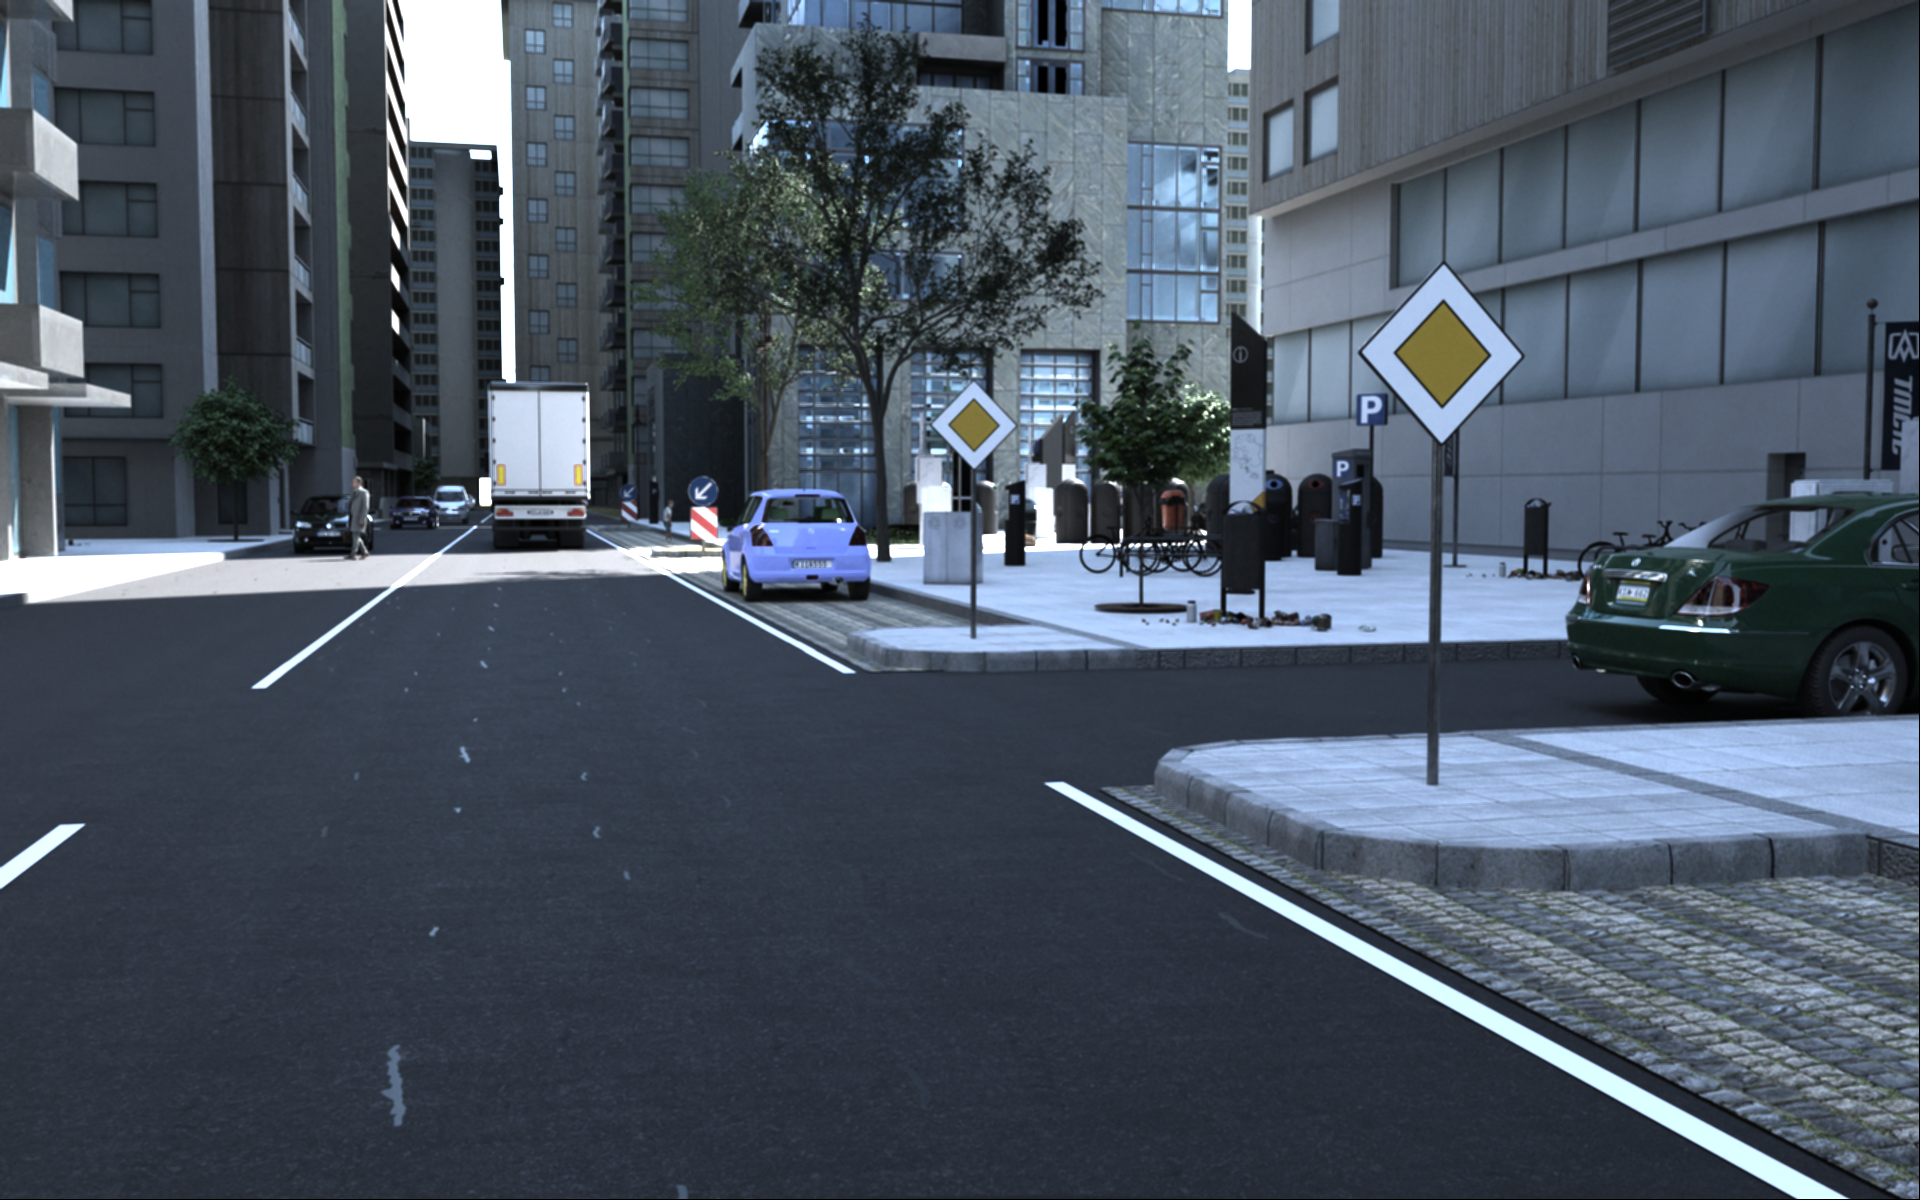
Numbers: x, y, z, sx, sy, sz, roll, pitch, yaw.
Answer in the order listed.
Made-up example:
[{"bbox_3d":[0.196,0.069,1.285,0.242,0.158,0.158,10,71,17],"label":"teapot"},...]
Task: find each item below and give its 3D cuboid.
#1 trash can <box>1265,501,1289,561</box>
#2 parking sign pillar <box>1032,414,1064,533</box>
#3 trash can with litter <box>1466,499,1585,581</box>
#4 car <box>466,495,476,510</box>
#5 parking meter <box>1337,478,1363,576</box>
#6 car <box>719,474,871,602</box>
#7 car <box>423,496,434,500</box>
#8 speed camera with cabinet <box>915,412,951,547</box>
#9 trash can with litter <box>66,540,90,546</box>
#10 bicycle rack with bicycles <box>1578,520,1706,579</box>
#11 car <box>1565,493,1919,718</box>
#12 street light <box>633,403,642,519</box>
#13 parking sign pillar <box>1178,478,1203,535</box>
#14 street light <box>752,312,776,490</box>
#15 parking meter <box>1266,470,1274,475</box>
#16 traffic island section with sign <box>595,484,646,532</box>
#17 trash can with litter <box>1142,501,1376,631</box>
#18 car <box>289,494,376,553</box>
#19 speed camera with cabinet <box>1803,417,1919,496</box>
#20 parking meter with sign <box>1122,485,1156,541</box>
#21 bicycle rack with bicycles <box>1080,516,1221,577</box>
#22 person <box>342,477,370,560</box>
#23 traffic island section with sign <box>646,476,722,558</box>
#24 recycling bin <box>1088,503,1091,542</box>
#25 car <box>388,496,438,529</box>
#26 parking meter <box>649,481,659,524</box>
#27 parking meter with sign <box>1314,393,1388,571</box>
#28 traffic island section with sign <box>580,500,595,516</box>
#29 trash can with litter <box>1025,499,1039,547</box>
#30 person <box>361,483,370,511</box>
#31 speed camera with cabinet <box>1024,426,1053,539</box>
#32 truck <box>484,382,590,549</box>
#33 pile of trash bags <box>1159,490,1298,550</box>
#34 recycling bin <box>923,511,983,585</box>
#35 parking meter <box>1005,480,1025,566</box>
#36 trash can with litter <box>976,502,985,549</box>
[{"bbox_3d":[5.968,-1.328,33.373,0.748,1.137,0.748,0,3,0],"label":"trash can"},{"bbox_3d":[2.927,-4.232,57.661,1.447,3.967,1.447,3,4,36],"label":"parking sign pillar"},{"bbox_3d":[8.871,-0.928,26.235,1.678,1.210,2.233,-1,4,-17],"label":"trash can with litter"},{"bbox_3d":[-44.918,-8.834,156.803,2.083,1.381,4.827,-1,4,-16],"label":"car"},{"bbox_3d":[6.166,-1.161,27.392,0.372,1.533,0.369,0,3,0],"label":"parking meter"},{"bbox_3d":[-2.370,-0.903,24.352,1.945,1.707,3.694,-1,4,-14],"label":"car"},{"bbox_3d":[-29.931,-5.245,98.333,1.945,1.354,3.894,-1,4,-13],"label":"car"},{"bbox_3d":[-0.630,-2.879,41.410,0.660,3.252,2.038,-1,4,-9],"label":"speed camera with cabinet"},{"bbox_3d":[-22.682,-1.939,42.756,2.233,1.210,1.678,-3,4,-37],"label":"trash can with litter"},{"bbox_3d":[9.511,-0.576,22.797,2.852,0.926,2.925,-3,5,-45],"label":"bicycle rack with bicycles"},{"bbox_3d":[6.506,0.017,11.528,4.920,1.459,2.131,-1,4,-14],"label":"car"},{"bbox_3d":[-16.414,-7.063,88.270,0.468,5.910,1.993,-1,4,-14],"label":"street light"},{"bbox_3d":[6.776,-3.970,53.375,1.447,3.967,1.447,-1,4,-16],"label":"parking sign pillar"},{"bbox_3d":[-4.696,-4.226,41.877,0.468,5.910,1.993,-1,4,-14],"label":"street light"},{"bbox_3d":[7.578,-2.269,42.802,0.255,1.863,0.399,-1,4,-10],"label":"parking meter"},{"bbox_3d":[-12.858,-3.539,66.489,1.989,1.847,2.006,-1,4,-14],"label":"traffic island section with sign"},{"bbox_3d":[2.982,-0.355,16.857,1.678,1.210,2.233,-3,5,-40],"label":"trash can with litter"},{"bbox_3d":[-15.598,-2.042,43.176,2.009,1.686,4.222,-1,4,-16],"label":"car"},{"bbox_3d":[10.954,-1.599,20.486,2.038,3.252,0.660,0,4,-5],"label":"speed camera with cabinet"},{"bbox_3d":[5.163,-3.094,46.855,1.738,3.016,0.543,-1,4,-22],"label":"parking meter with sign"},{"bbox_3d":[3.363,-0.875,27.695,2.925,0.926,2.852,1,4,10],"label":"bicycle rack with bicycles"},{"bbox_3d":[-13.181,-1.784,37.778,0.694,1.812,0.767,3,4,39],"label":"person"},{"bbox_3d":[-6.078,-1.907,39.808,1.989,1.847,2.006,-1,4,-14],"label":"traffic island section with sign"},{"bbox_3d":[3.506,-2.091,46.738,0.722,1.027,0.722,2,4,34],"label":"recycling bin"},{"bbox_3d":[-22.610,-3.619,71.750,1.945,1.354,3.894,-1,4,-13],"label":"car"},{"bbox_3d":[-13.225,-4.229,74.859,0.399,1.863,0.255,-2,4,-24],"label":"parking meter"},{"bbox_3d":[6.648,-2.036,29.553,0.543,3.016,1.738,3,4,39],"label":"parking meter with sign"},{"bbox_3d":[-24.954,-6.447,114.034,1.989,1.847,2.006,-1,4,-14],"label":"traffic island section with sign"},{"bbox_3d":[1.711,-1.892,42.320,0.624,1.170,1.055,0,4,-7],"label":"trash can with litter"},{"bbox_3d":[-19.810,-2.991,57.396,0.794,1.824,0.713,-1,4,-13],"label":"person"},{"bbox_3d":[2.289,-3.407,50.044,0.660,3.252,2.038,0,4,-5],"label":"speed camera with cabinet"},{"bbox_3d":[-11.989,-3.668,48.882,2.839,4.237,11.283,-1,4,-15],"label":"truck"},{"bbox_3d":[6.252,-1.847,39.943,3.447,1.369,1.912,-1,4,-12],"label":"pile of trash bags"},{"bbox_3d":[-0.094,-0.751,24.841,0.722,1.027,0.722,1,4,14],"label":"recycling bin"},{"bbox_3d":[0.985,-1.386,31.074,0.372,1.533,0.369,0,3,0],"label":"parking meter"},{"bbox_3d":[0.315,-1.665,38.612,0.624,1.170,1.055,-1,4,-18],"label":"trash can with litter"}]
